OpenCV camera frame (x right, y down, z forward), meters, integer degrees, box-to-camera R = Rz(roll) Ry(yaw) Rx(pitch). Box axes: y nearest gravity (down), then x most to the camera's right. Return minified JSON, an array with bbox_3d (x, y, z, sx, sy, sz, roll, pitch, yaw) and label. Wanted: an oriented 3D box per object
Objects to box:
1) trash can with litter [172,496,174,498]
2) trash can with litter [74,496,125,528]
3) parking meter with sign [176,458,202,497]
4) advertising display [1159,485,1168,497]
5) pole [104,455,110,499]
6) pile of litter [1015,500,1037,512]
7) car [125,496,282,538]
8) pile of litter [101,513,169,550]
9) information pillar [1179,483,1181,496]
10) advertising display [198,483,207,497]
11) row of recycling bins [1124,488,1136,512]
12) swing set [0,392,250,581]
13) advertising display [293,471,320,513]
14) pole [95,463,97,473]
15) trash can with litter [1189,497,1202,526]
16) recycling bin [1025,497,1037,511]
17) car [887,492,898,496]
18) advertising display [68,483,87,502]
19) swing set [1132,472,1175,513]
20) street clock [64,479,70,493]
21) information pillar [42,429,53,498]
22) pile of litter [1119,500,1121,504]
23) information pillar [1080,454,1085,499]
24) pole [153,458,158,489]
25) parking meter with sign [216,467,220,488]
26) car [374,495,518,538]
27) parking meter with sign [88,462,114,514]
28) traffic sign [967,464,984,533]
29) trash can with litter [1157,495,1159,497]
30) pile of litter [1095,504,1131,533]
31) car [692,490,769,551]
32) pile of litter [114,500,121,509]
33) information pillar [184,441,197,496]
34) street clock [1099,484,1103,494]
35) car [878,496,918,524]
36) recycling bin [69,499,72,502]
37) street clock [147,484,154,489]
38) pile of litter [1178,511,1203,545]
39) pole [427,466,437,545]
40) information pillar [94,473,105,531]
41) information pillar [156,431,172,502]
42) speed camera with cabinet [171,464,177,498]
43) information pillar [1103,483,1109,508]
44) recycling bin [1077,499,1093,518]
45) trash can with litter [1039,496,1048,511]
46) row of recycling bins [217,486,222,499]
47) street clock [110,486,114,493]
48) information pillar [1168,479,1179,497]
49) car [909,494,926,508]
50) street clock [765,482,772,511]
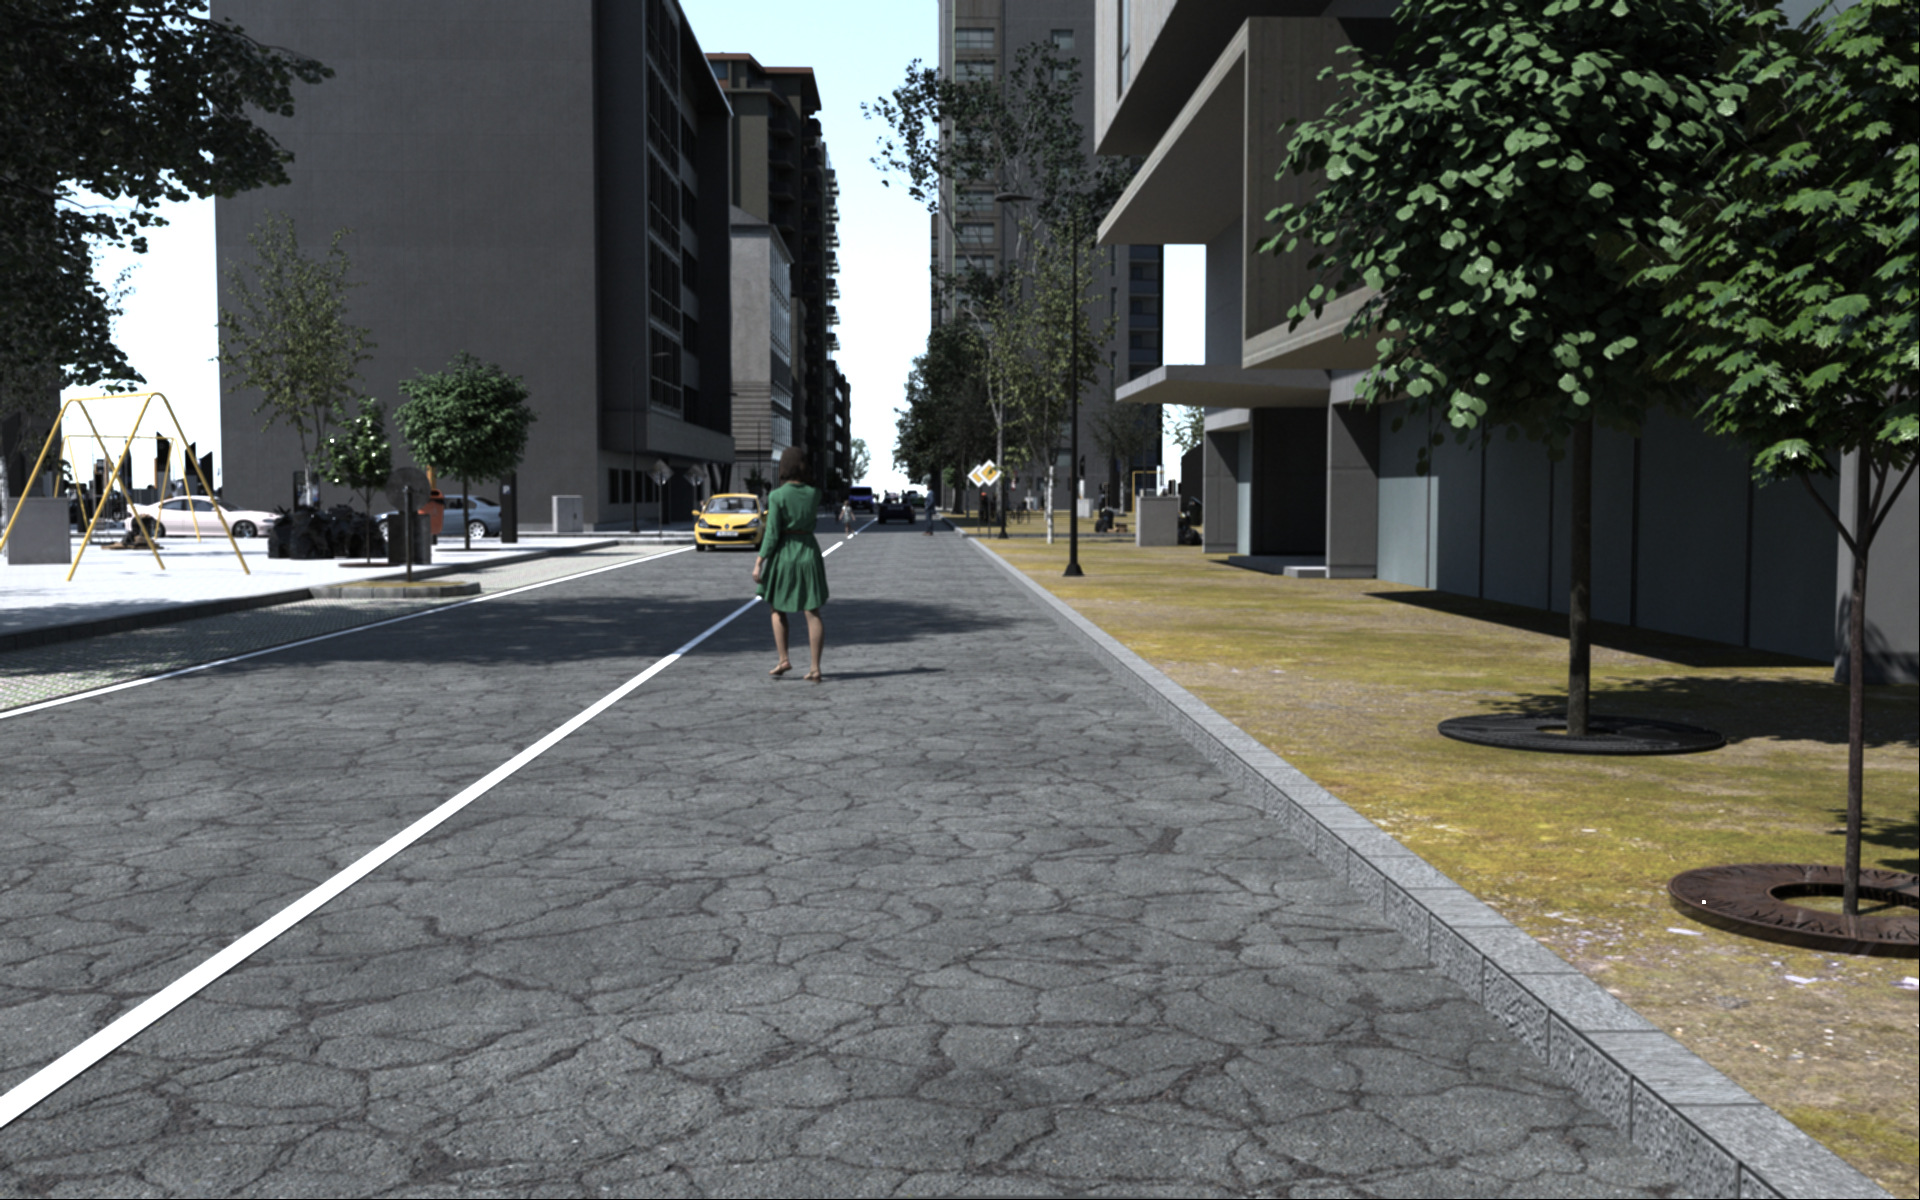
[{"bbox_3d":[-41.374,-4.907,91.283,2.233,1.210,1.678,0,4,8],"label":"trash can with litter"},{"bbox_3d":[-32.832,-3.390,66.484,2.233,1.210,1.678,-2,4,-31],"label":"trash can with litter"},{"bbox_3d":[-36.880,-5.268,82.385,0.543,3.016,1.738,1,4,19],"label":"parking meter with sign"},{"bbox_3d":[14.724,-7.310,124.727,0.123,1.923,0.974,-2,4,-34],"label":"advertising display"},{"bbox_3d":[-45.036,-5.971,91.465,0.158,3.312,0.155,0,3,0],"label":"pole"},{"bbox_3d":[4.801,-6.819,125.462,1.719,0.858,1.176,0,4,-6],"label":"pile of litter"},{"bbox_3d":[-23.295,-2.529,53.714,4.827,1.381,2.083,0,4,0],"label":"car"},{"bbox_3d":[-19.143,-1.601,40.144,1.719,0.858,1.176,3,4,37],"label":"pile of litter"},{"bbox_3d":[13.997,-6.452,109.989,0.304,2.012,0.304,3,4,38],"label":"information pillar"},{"bbox_3d":[-43.495,-5.712,98.604,0.123,1.923,0.974,2,4,34],"label":"advertising display"},{"bbox_3d":[12.201,-7.226,125.252,1.069,1.692,3.534,0,4,2],"label":"row of recycling bins"},{"bbox_3d":[-13.254,-1.817,27.331,3.119,2.851,2.862,3,5,39],"label":"swing set"},{"bbox_3d":[-18.519,-2.685,49.114,0.123,1.923,0.974,1,4,18],"label":"advertising display"},{"bbox_3d":[-57.365,-7.418,115.126,0.158,3.312,0.155,0,3,0],"label":"pole"},{"bbox_3d":[9.635,-3.528,69.074,1.055,1.170,0.624,1,4,9],"label":"trash can with litter"},{"bbox_3d":[5.425,-7.323,132.279,0.722,1.027,0.722,2,4,28],"label":"recycling bin"},{"bbox_3d":[-11.373,-17.152,289.100,2.281,1.827,5.304,0,4,-3],"label":"car"},{"bbox_3d":[-50.851,-5.789,99.864,0.974,1.923,0.123,-1,4,-12],"label":"advertising display"},{"bbox_3d":[13.484,-7.591,121.731,3.119,2.851,2.862,0,4,3],"label":"swing set"},{"bbox_3d":[-43.922,-4.916,84.954,0.471,2.002,0.358,-1,4,-16],"label":"street clock"},{"bbox_3d":[-32.851,-4.343,62.363,0.504,3.616,0.183,2,4,33],"label":"information pillar"},{"bbox_3d":[11.868,-7.207,131.807,1.176,0.858,1.719,-2,4,-24],"label":"pile of litter"},{"bbox_3d":[7.202,-6.764,101.953,0.183,3.616,0.504,-2,4,-24],"label":"information pillar"},{"bbox_3d":[-44.922,-6.297,96.806,0.158,3.312,0.155,0,3,0],"label":"pole"},{"bbox_3d":[-48.823,-7.079,111.999,1.738,3.016,0.543,-3,5,-40],"label":"parking meter with sign"},{"bbox_3d":[-16.146,-2.576,54.114,4.499,1.417,2.014,0,4,0],"label":"car"},{"bbox_3d":[-46.737,-5.961,93.731,1.738,3.016,0.543,0,4,-7],"label":"parking meter with sign"},{"bbox_3d":[0.625,-3.303,57.647,0.795,2.450,0.064,0,4,-2],"label":"traffic sign"},{"bbox_3d":[14.821,-7.349,131.208,1.678,1.210,2.233,-2,4,-33],"label":"trash can with litter"},{"bbox_3d":[5.183,-2.696,58.047,1.719,0.858,1.176,-3,5,-43],"label":"pile of litter"},{"bbox_3d":[-5.807,-2.099,44.540,2.015,1.641,3.980,0,4,-2],"label":"car"},{"bbox_3d":[-58.416,-6.464,119.656,1.176,0.858,1.719,0,4,-6],"label":"pile of litter"},{"bbox_3d":[-33.720,-5.177,75.997,0.504,3.616,0.183,0,4,-7],"label":"information pillar"},{"bbox_3d":[9.920,-7.140,121.314,0.358,2.002,0.471,1,4,21],"label":"street clock"},{"bbox_3d":[-3.046,-4.372,84.062,1.945,1.354,3.894,0,4,0],"label":"car"},{"bbox_3d":[-48.227,-4.936,93.265,0.722,1.027,0.722,-2,4,-31],"label":"recycling bin"},{"bbox_3d":[-60.952,-7.700,130.464,0.358,2.002,0.471,3,5,41],"label":"street clock"},{"bbox_3d":[5.747,-1.824,43.793,1.176,0.858,1.719,-2,4,-29],"label":"pile of litter"},{"bbox_3d":[-13.258,-3.034,43.452,0.158,3.312,0.155,0,3,0],"label":"pole"},{"bbox_3d":[-30.062,-3.426,60.502,0.304,2.012,0.304,-2,4,-27],"label":"information pillar"},{"bbox_3d":[-29.491,-4.453,64.155,0.183,3.616,0.504,3,5,41],"label":"information pillar"},{"bbox_3d":[-52.542,-7.325,114.095,2.038,3.252,0.660,0,4,-5],"label":"speed camera with cabinet"},{"bbox_3d":[9.913,-6.894,117.205,0.304,2.012,0.304,-3,5,-44],"label":"information pillar"},{"bbox_3d":[6.621,-4.840,91.693,0.722,1.027,0.722,1,4,17],"label":"recycling bin"},{"bbox_3d":[6.283,-7.235,129.685,0.624,1.170,1.055,1,4,18],"label":"trash can with litter"},{"bbox_3d":[-34.281,-4.689,83.775,3.534,1.692,1.069,1,4,8],"label":"row of recycling bins"},{"bbox_3d":[-64.496,-7.764,131.507,0.358,2.002,0.471,1,4,16],"label":"street clock"},{"bbox_3d":[10.672,-5.057,87.180,0.304,2.012,0.304,3,5,43],"label":"information pillar"},{"bbox_3d":[-4.477,-10.387,178.625,1.959,1.807,4.718,0,4,-3],"label":"car"},{"bbox_3d":[-11.812,-6.251,106.767,0.358,2.002,0.471,-3,5,-44],"label":"street clock"}]
